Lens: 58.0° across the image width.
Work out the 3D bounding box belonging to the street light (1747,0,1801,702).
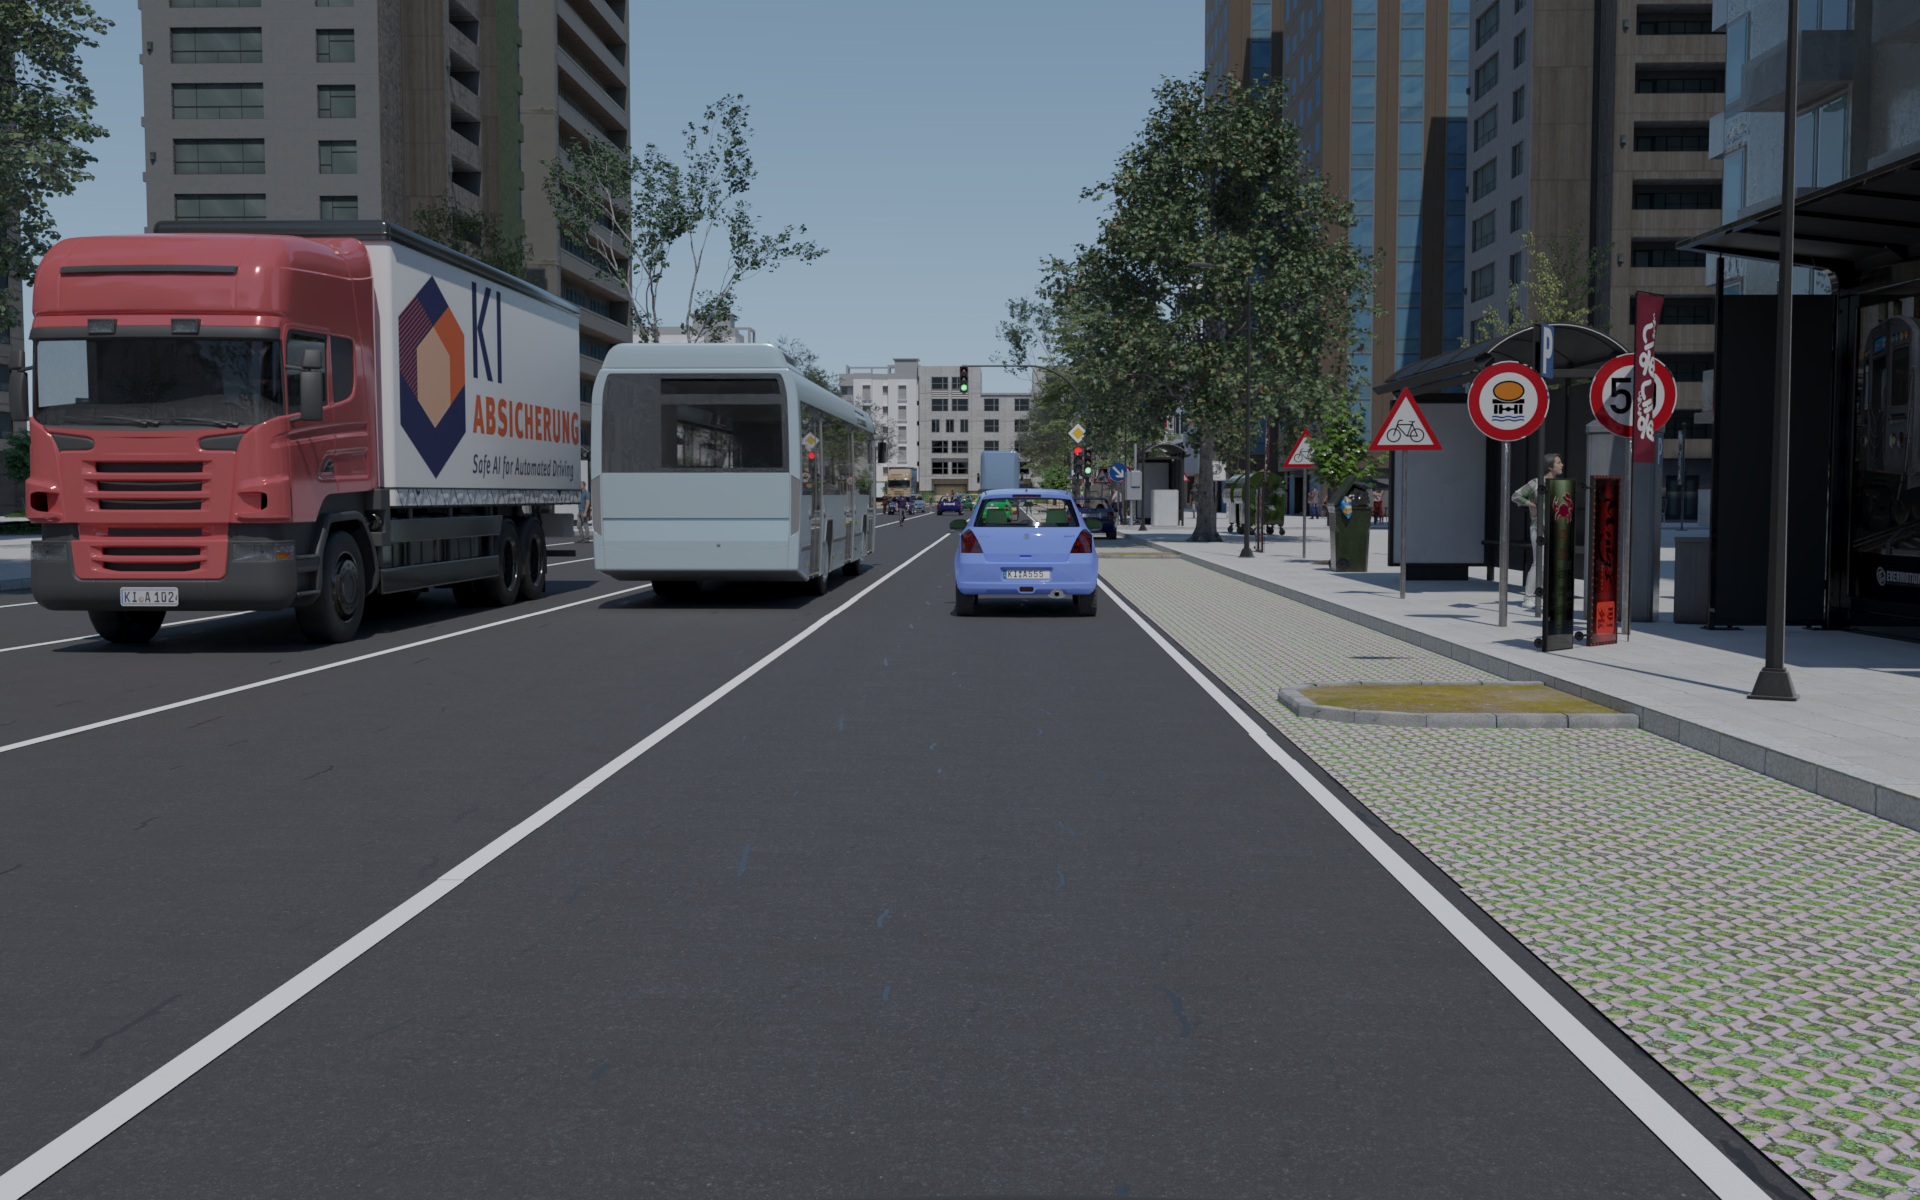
[{"bbox_3d":[4.568,-2.335,10.717,1.470,5.913,1.316,0,4,2],"label":"street light"}]

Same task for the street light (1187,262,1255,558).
[{"bbox_3d":[5.251,-3.811,34.844,1.470,5.913,1.316,0,4,2],"label":"street light"}]

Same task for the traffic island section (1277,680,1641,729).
[{"bbox_3d":[3.168,0.694,11.521,1.991,0.108,1.994,0,4,2],"label":"traffic island section"}]

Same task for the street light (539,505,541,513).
[{"bbox_3d":[-13.837,-5.291,59.042,1.470,5.913,1.316,0,4,2],"label":"street light"}]

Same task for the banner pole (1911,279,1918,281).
[{"bbox_3d":[8.908,-1.590,16.007,0.401,3.779,0.863,0,4,1],"label":"banner pole"}]

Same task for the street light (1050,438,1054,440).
[{"bbox_3d":[8.171,-10.488,144.014,1.470,5.913,1.316,0,4,2],"label":"street light"}]

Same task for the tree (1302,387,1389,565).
[{"bbox_3d":[7.075,-2.262,31.581,1.663,3.219,1.824,0,3,0],"label":"tree"}]

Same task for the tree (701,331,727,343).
[{"bbox_3d":[-14.032,-10.135,100.114,8.767,10.594,7.601,1,4,15],"label":"tree"}]

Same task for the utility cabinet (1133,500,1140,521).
[{"bbox_3d":[8.506,-4.396,80.554,1.173,1.500,0.318,1,4,23],"label":"utility cabinet"}]

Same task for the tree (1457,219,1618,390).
[{"bbox_3d":[15.896,-5.920,47.149,4.737,8.622,4.395,0,3,0],"label":"tree"}]

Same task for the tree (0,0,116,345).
[{"bbox_3d":[-16.257,-7.153,23.611,9.857,13.997,8.962,0,3,0],"label":"tree"}]

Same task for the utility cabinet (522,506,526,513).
[{"bbox_3d":[-18.232,-3.656,70.939,1.020,1.237,0.306,2,4,35],"label":"utility cabinet"}]

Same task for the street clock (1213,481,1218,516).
[{"bbox_3d":[8.128,-3.123,55.630,0.358,2.002,0.471,1,4,13],"label":"street clock"}]

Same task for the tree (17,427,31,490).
[{"bbox_3d":[-40.859,-5.695,76.834,4.285,4.588,4.351,0,3,0],"label":"tree"}]

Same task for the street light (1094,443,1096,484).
[{"bbox_3d":[6.266,-6.035,71.206,1.470,5.913,1.316,0,4,2],"label":"street light"}]

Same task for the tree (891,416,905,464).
[{"bbox_3d":[-11.458,-18.368,210.690,12.009,13.543,11.850,0,3,0],"label":"tree"}]

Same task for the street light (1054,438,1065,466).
[{"bbox_3d":[7.456,-9.025,120.103,1.470,5.913,1.316,0,4,2],"label":"street light"}]

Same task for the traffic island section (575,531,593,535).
[{"bbox_3d":[-12.357,-2.400,61.518,2.009,0.180,2.903,0,4,2],"label":"traffic island section"}]

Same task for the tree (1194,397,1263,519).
[{"bbox_3d":[13.553,-8.398,87.678,4.737,8.622,4.395,0,3,0],"label":"tree"}]

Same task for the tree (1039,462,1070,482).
[{"bbox_3d":[9.792,-11.860,177.625,4.285,4.588,4.351,0,3,0],"label":"tree"}]

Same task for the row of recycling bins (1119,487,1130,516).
[{"bbox_3d":[10.016,-5.748,101.089,1.069,1.692,3.534,-2,4,-25],"label":"row of recycling bins"}]

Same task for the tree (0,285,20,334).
[{"bbox_3d":[-23.603,-5.391,38.506,4.360,8.622,3.978,0,3,0],"label":"tree"}]

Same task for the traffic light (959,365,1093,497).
[{"bbox_3d":[2.365,-5.272,60.866,4.771,5.953,1.251,0,4,2],"label":"traffic light"}]

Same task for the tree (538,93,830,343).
[{"bbox_3d":[-12.809,-13.785,81.269,12.611,20.169,13.585,0,3,0],"label":"tree"}]

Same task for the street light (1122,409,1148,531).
[{"bbox_3d":[5.829,-5.361,60.187,1.470,5.913,1.316,0,4,2],"label":"street light"}]

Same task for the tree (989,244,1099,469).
[{"bbox_3d":[8.503,-16.987,133.619,12.611,20.169,13.585,0,3,0],"label":"tree"}]

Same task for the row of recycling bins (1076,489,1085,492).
[{"bbox_3d":[10.798,-8.354,143.697,3.534,1.692,1.069,1,4,13],"label":"row of recycling bins"}]

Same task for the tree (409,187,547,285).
[{"bbox_3d":[-15.899,-7.296,53.708,8.767,10.594,7.601,1,4,11],"label":"tree"}]

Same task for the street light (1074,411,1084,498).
[{"bbox_3d":[6.911,-7.532,95.689,1.470,5.913,1.316,0,4,2],"label":"street light"}]

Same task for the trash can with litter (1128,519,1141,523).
[{"bbox_3d":[7.878,-4.010,76.624,2.233,1.210,1.678,1,4,23],"label":"trash can with litter"}]

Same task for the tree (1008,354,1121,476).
[{"bbox_3d":[9.854,-14.736,151.306,12.009,13.543,11.850,0,3,0],"label":"tree"}]

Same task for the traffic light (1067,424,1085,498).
[{"bbox_3d":[4.672,-4.894,68.934,0.839,4.253,0.868,0,4,2],"label":"traffic light"}]

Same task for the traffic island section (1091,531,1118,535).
[{"bbox_3d":[4.498,-2.372,61.064,2.009,0.180,2.903,0,4,2],"label":"traffic island section"}]

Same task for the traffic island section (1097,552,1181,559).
[{"bbox_3d":[3.914,-0.991,39.076,1.991,0.108,1.994,0,4,2],"label":"traffic island section"}]

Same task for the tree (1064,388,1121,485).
[{"bbox_3d":[8.871,-10.008,113.997,4.360,8.622,3.978,0,3,0],"label":"tree"}]

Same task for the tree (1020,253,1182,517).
[{"bbox_3d":[7.111,-9.938,80.614,7.486,12.596,7.792,0,3,0],"label":"tree"}]

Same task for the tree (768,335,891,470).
[{"bbox_3d":[-12.782,-13.598,132.702,12.009,13.543,11.850,0,3,0],"label":"tree"}]

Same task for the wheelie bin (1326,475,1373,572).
[{"bbox_3d":[6.453,-1.268,28.635,0.693,1.594,0.980,0,4,1],"label":"wheelie bin"}]

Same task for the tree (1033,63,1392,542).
[{"bbox_3d":[6.679,-7.909,46.317,9.611,12.733,9.660,0,3,0],"label":"tree"}]

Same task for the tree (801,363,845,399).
[{"bbox_3d":[-12.994,-14.321,151.151,9.611,12.733,9.660,0,3,0],"label":"tree"}]

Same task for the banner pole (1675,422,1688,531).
[{"bbox_3d":[25.111,-4.300,60.318,0.401,3.779,0.863,3,5,39],"label":"banner pole"}]
